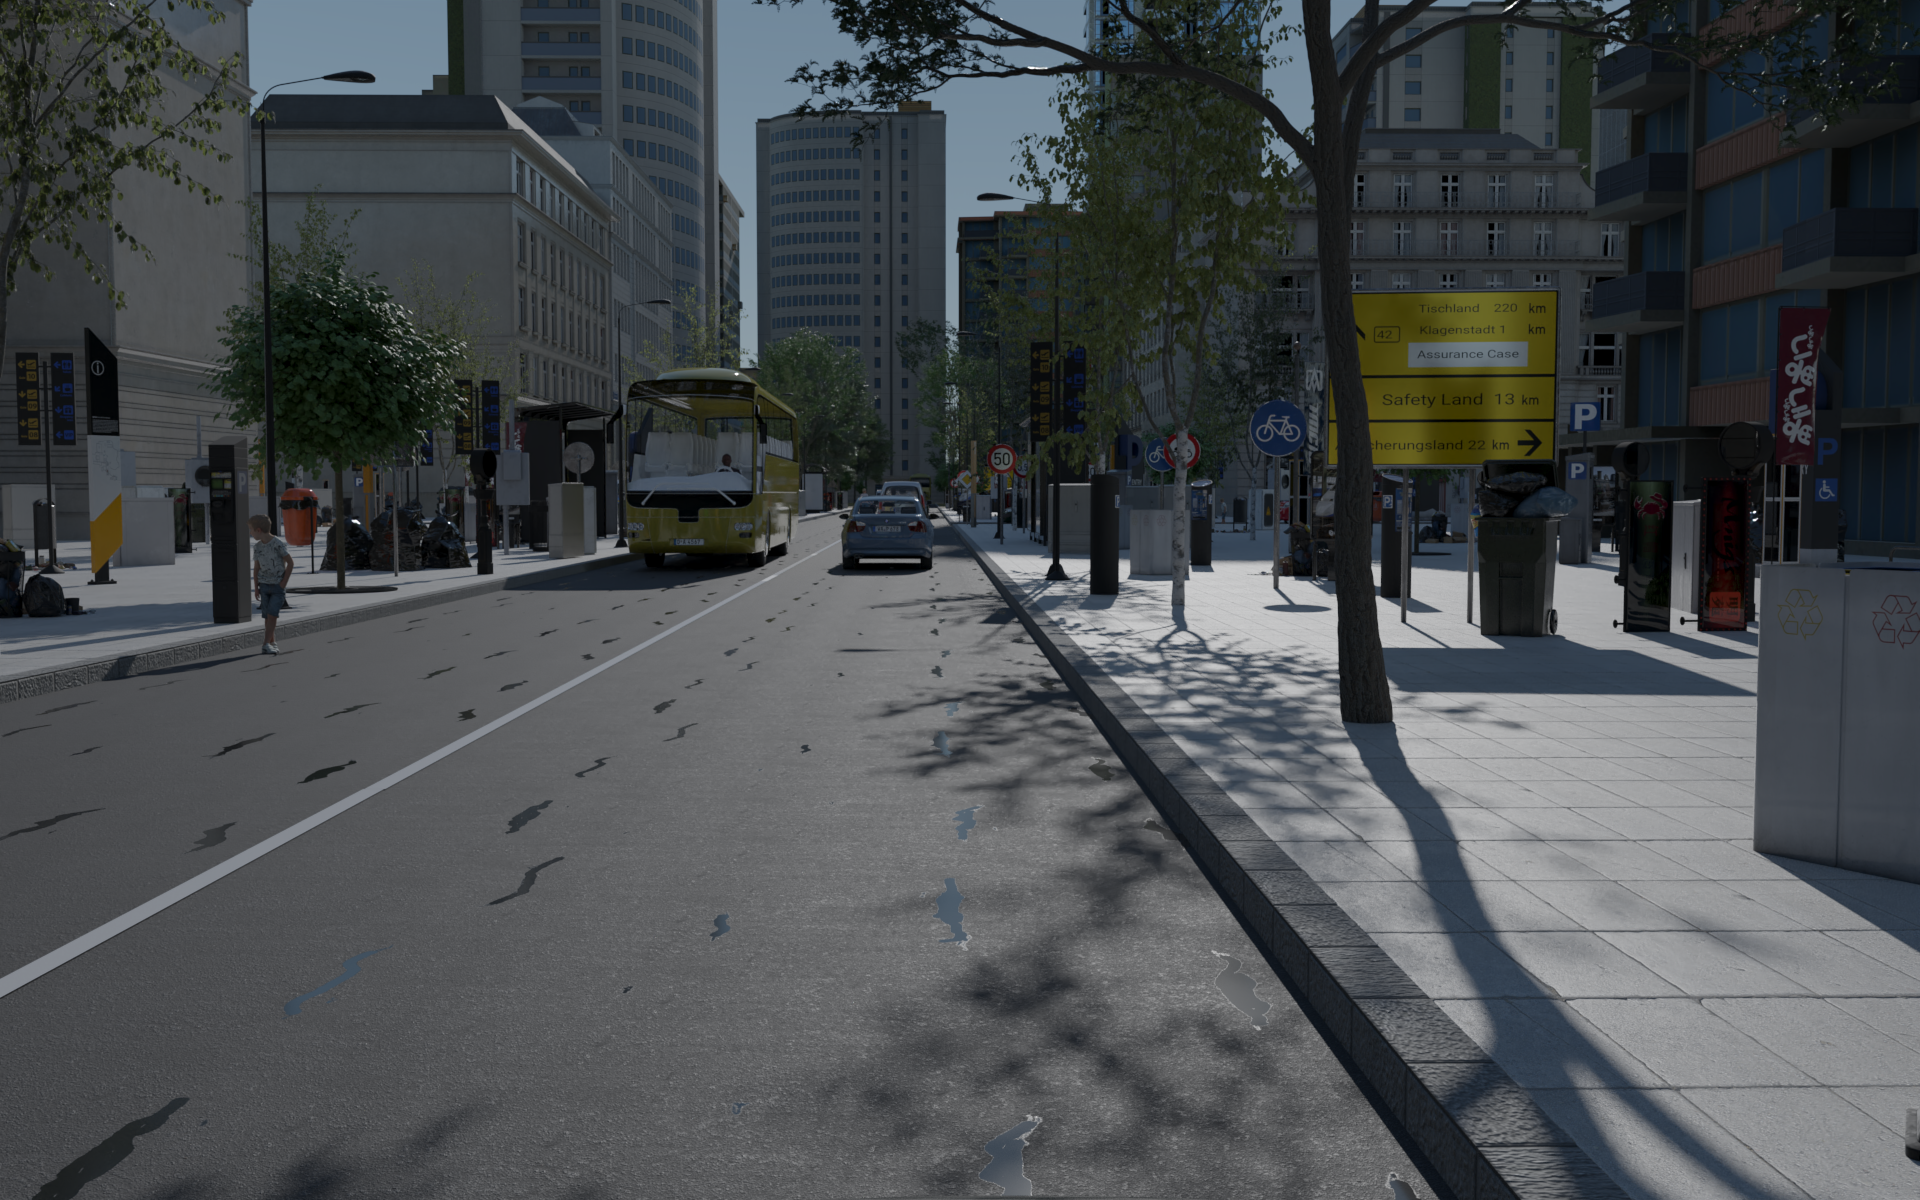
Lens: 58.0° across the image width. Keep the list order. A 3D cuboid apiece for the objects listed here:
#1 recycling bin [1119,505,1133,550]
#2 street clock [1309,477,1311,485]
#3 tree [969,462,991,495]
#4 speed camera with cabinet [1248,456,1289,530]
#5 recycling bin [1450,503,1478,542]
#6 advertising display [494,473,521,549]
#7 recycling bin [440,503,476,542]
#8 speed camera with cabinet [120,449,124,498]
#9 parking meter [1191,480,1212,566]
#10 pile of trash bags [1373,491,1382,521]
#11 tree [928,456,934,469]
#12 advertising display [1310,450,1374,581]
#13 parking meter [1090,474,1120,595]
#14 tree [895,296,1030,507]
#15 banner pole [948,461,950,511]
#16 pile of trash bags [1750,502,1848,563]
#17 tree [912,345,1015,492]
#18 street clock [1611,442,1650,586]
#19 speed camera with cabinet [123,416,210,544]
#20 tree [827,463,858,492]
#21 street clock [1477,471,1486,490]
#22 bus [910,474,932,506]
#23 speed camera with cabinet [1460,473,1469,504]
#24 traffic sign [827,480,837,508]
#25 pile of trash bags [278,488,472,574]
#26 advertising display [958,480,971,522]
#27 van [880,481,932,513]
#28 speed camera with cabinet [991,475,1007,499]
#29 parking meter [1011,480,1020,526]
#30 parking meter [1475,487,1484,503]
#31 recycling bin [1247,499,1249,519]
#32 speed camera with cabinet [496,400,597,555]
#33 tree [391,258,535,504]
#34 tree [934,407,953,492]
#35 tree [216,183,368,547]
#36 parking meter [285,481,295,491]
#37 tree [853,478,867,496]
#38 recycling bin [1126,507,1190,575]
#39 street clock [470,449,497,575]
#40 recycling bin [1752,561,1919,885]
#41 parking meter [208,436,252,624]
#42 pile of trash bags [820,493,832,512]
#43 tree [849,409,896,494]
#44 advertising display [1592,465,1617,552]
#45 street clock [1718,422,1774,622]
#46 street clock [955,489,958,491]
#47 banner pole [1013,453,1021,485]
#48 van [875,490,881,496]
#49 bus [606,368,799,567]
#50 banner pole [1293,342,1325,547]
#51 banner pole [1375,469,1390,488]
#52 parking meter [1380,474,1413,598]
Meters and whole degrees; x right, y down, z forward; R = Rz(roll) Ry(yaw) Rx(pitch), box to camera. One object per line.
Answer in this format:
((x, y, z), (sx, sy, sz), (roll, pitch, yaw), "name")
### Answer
((3.531, -1.694, 40.244), (0.722, 1.027, 0.722), (3, 5, 41), "recycling bin")
((13.664, -3.801, 66.708), (0.471, 2.002, 0.358), (1, 4, 17), "street clock")
((1.191, -6.722, 104.504), (1.663, 3.219, 1.824), (0, 3, 0), "tree")
((11.073, -4.135, 61.938), (0.660, 3.252, 2.038), (3, 4, 39), "speed camera with cabinet")
((13.657, -2.090, 46.723), (0.722, 1.027, 0.722), (2, 4, 25), "recycling bin")
((-10.623, -2.169, 40.675), (0.123, 1.923, 0.974), (1, 4, 18), "advertising display")
((-13.518, -2.089, 46.703), (0.722, 1.027, 0.722), (2, 4, 30), "recycling bin")
((-29.718, -4.080, 61.049), (0.660, 3.252, 2.038), (3, 5, 42), "speed camera with cabinet")
((4.339, -1.390, 31.132), (0.372, 1.533, 0.369), (0, 3, 0), "parking meter")
((12.025, -2.700, 53.899), (1.912, 1.369, 3.447), (-2, 4, -33), "pile of trash bags")
((-1.623, -16.463, 219.534), (4.360, 8.622, 3.978), (0, 3, 0), "tree")
((5.600, -1.237, 25.438), (0.974, 1.923, 0.123), (3, 5, 41), "advertising display")
((1.849, -0.840, 22.140), (0.372, 1.533, 0.369), (0, 3, 0), "parking meter")
((0.517, -18.895, 164.825), (12.611, 20.169, 13.585), (0, 3, 0), "tree")
((-0.823, -8.552, 129.849), (0.401, 3.779, 0.863), (0, 4, 7), "banner pole")
((15.358, -1.363, 32.033), (1.912, 1.369, 3.447), (2, 4, 23), "pile of trash bags")
((0.230, -11.994, 121.857), (9.928, 11.665, 9.643), (0, 3, 0), "tree")
((9.331, -1.197, 24.144), (0.471, 2.002, 0.358), (-1, 4, -19), "street clock")
((-19.688, -2.999, 43.377), (2.038, 3.252, 0.660), (-3, 5, -41), "speed camera with cabinet")
((-11.561, -11.376, 169.712), (4.285, 4.588, 4.351), (0, 3, 0), "tree")
((15.815, -2.913, 52.192), (0.471, 2.002, 0.358), (1, 4, 13), "street clock")
((-4.735, -13.210, 207.526), (2.896, 3.916, 12.252), (0, 4, -1), "bus")
((33.518, -7.456, 116.240), (0.660, 3.252, 2.038), (-2, 4, -28), "speed camera with cabinet")
((-10.251, -8.508, 139.106), (0.884, 2.594, 0.081), (0, 4, 4), "traffic sign")
((-9.974, -1.185, 29.120), (1.912, 1.369, 3.447), (2, 4, 26), "pile of trash bags")
((0.303, -4.539, 79.419), (0.974, 1.923, 0.123), (3, 4, 38), "advertising display")
((-1.945, -3.152, 58.547), (2.013, 2.044, 4.112), (0, 4, -1), "van")
((2.361, -5.610, 86.063), (0.660, 3.252, 2.038), (3, 5, 40), "speed camera with cabinet")
((2.231, -3.912, 69.670), (0.255, 1.863, 0.399), (-1, 4, -13), "parking meter")
((19.296, -3.424, 64.391), (0.372, 1.533, 0.369), (0, 3, 0), "parking meter")
((14.943, -4.601, 87.779), (0.722, 1.027, 0.722), (-1, 4, -21), "recycling bin")
((-8.753, -2.588, 36.653), (2.038, 3.252, 0.660), (-1, 4, -13), "speed camera with cabinet")
((-16.058, -6.314, 53.600), (4.360, 8.622, 3.978), (0, 3, 0), "tree")
((0.927, -9.985, 113.616), (4.360, 8.622, 3.978), (0, 3, 0), "tree")
((-15.940, -5.590, 41.756), (4.737, 8.622, 4.395), (0, 3, 0), "tree")
((-30.638, -4.500, 79.279), (0.399, 1.863, 0.255), (0, 4, -8), "parking meter")
((-11.719, -12.944, 206.243), (1.663, 3.219, 1.824), (0, 3, 0), "tree")
((3.194, -0.927, 27.716), (0.722, 1.027, 0.722), (-2, 4, -25), "recycling bin")
((-7.589, -1.410, 27.628), (0.358, 2.002, 0.471), (1, 4, 15), "street clock")
((3.323, 0.396, 6.078), (0.722, 1.027, 0.722), (-2, 4, -29), "recycling bin")
((-7.262, -0.705, 17.234), (0.255, 1.863, 0.399), (0, 4, 1), "parking meter")
((-10.380, -7.274, 128.684), (1.912, 1.369, 3.447), (1, 4, 13), "pile of trash bags")
((-11.954, -18.937, 227.739), (7.486, 12.596, 7.792), (0, 3, 0), "tree")
((14.023, -2.029, 38.381), (0.974, 1.923, 0.123), (1, 4, 19), "advertising display")
((7.872, -0.784, 17.390), (0.358, 2.002, 0.471), (-2, 4, -32), "street clock")
((-0.245, -8.976, 151.334), (0.471, 2.002, 0.358), (3, 4, 37), "street clock")
((3.095, -6.309, 93.168), (0.401, 3.779, 0.863), (3, 5, 41), "banner pole")
((-7.446, -9.844, 167.968), (2.013, 2.044, 4.112), (0, 4, -3), "van")
((-5.125, -2.805, 37.403), (2.896, 3.916, 12.252), (0, 4, -2), "bus")
((5.752, -2.369, 28.754), (0.863, 3.779, 0.401), (-2, 4, -32), "banner pole")
((34.381, -9.255, 141.334), (0.401, 3.779, 0.863), (-3, 5, -42), "banner pole")
((5.418, -0.800, 21.493), (0.372, 1.533, 0.369), (0, 3, 0), "parking meter")
